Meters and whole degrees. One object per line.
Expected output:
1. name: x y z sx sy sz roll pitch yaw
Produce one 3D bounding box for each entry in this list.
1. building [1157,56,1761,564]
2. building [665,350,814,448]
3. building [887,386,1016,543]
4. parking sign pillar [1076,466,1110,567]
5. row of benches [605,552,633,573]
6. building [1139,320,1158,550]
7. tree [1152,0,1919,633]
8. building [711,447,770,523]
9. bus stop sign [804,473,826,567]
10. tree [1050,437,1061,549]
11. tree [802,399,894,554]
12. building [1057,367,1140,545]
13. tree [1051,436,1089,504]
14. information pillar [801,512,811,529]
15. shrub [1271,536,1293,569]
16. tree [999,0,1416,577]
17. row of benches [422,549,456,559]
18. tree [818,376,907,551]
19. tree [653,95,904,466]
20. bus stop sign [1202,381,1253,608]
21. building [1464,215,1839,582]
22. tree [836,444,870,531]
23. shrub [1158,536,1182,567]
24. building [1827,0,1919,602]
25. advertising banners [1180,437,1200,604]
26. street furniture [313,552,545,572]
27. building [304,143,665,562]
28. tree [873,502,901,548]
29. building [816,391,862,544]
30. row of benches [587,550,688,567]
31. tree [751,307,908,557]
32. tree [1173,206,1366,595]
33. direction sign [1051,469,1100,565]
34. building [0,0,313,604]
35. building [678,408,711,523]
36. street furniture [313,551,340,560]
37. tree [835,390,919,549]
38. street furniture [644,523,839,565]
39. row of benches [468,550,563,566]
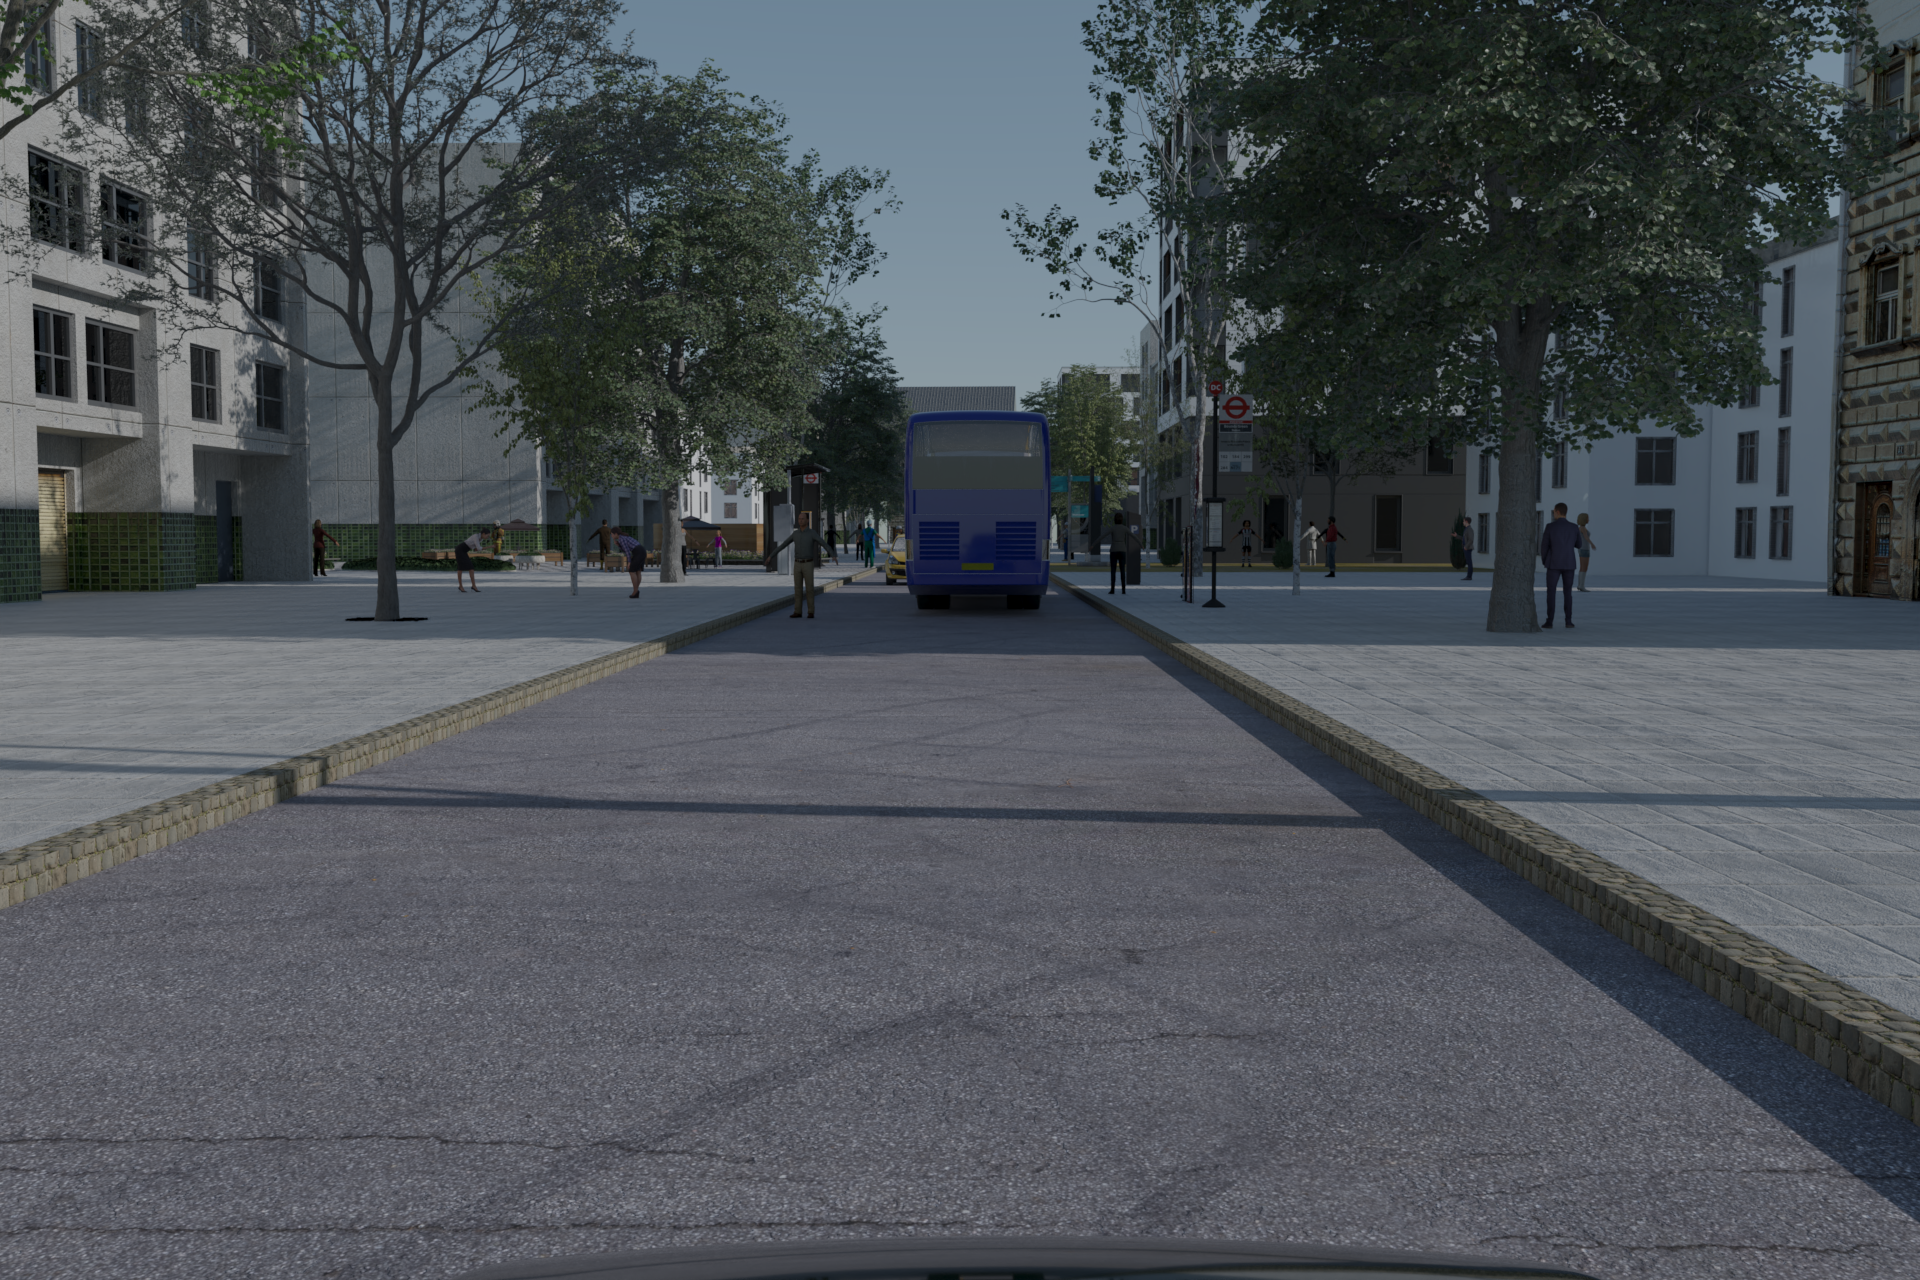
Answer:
1. building: 24.107 -15.098 90.834 27.936 21.610 32.646 0 4 1
2. building: -26.317 -22.767 203.175 19.493 23.208 18.063 0 4 0
3. building: -0.851 -25.848 256.002 18.063 23.208 19.493 0 4 4
4. parking sign pillar: 5.361 -4.920 68.908 1.447 3.967 1.447 0 4 1
5. row of benches: -11.550 -2.679 59.256 1.422 0.672 4.104 0 4 -2
6. building: 24.012 -16.485 135.993 16.747 18.905 31.486 0 4 0
7. tree: 7.214 -7.086 22.509 9.857 13.997 8.962 0 3 0
8. building: -24.243 -14.568 180.341 9.099 9.664 28.070 0 4 1
9. bus stop sign: -5.709 -4.852 68.037 0.855 3.939 0.416 0 4 2
10. tree: 8.442 -13.126 149.021 8.767 10.594 7.601 -2 4 -25
11. tree: -7.685 -10.841 111.668 7.601 10.594 8.767 0 4 7
12. building: 26.574 -23.464 227.606 27.936 21.610 32.646 0 4 1
13. tree: 8.169 -10.918 128.876 4.360 8.622 3.978 0 3 0
14. information pillar: -5.010 -3.183 56.536 0.304 2.012 0.304 0 4 1
15. shrub: 11.851 -3.191 63.296 1.383 1.207 1.383 0 3 0
16. tree: 7.655 -12.042 52.772 12.611 20.169 13.585 0 3 0
17. row of benches: -21.495 -3.472 72.225 1.422 0.672 4.104 0 4 2
18. tree: -7.312 -13.610 132.890 12.009 13.543 11.850 0 3 0
19. tree: -8.886 -13.574 77.822 12.611 20.169 13.585 0 3 0
20. bus stop sign: 4.665 -2.539 30.220 0.855 3.939 0.416 0 4 1
21. building: 23.981 -6.823 53.706 9.099 9.664 28.070 0 4 1
22. tree: -7.203 -10.404 120.464 4.360 8.622 3.978 0 3 0
23. shrub: 8.178 -3.440 67.356 1.383 1.207 1.383 0 3 0
24. building: 27.288 -11.950 26.305 19.493 23.208 18.063 0 3 0
25. advertising banners: 4.290 -2.208 32.283 0.090 3.025 2.074 0 4 0
26. street furniture: -19.699 -2.806 61.506 10.072 0.657 5.734 1 4 23
27. building: -27.385 -13.944 94.446 16.747 18.905 31.486 0 4 1
28. tree: -6.692 -13.053 163.774 4.360 8.622 3.978 0 3 0
29. building: -22.368 -22.251 230.257 16.747 18.905 31.486 0 4 1
30. row of benches: -12.586 -3.161 67.141 4.104 0.672 1.422 1 4 12
31. tree: -7.229 -11.590 96.150 9.857 13.997 8.962 0 3 0
32. tree: 6.922 -5.256 36.294 4.737 8.622 4.395 0 3 0
33. direction sign: 4.493 -4.994 70.412 2.525 3.948 1.411 0 4 -1
34. building: -26.056 -10.072 31.137 16.747 18.905 31.486 0 3 0
35. building: -22.555 -11.262 126.280 9.099 9.664 28.070 0 4 1
36. street furniture: -30.657 -3.946 71.370 11.010 1.723 9.812 1 4 11
37. tree: -7.452 -15.013 152.116 9.857 13.997 8.962 0 3 0
38. street furniture: -9.438 -4.076 73.492 11.010 1.723 9.812 1 4 16
39. row of benches: -17.536 -3.231 68.287 4.104 0.672 1.422 -3 4 -37
